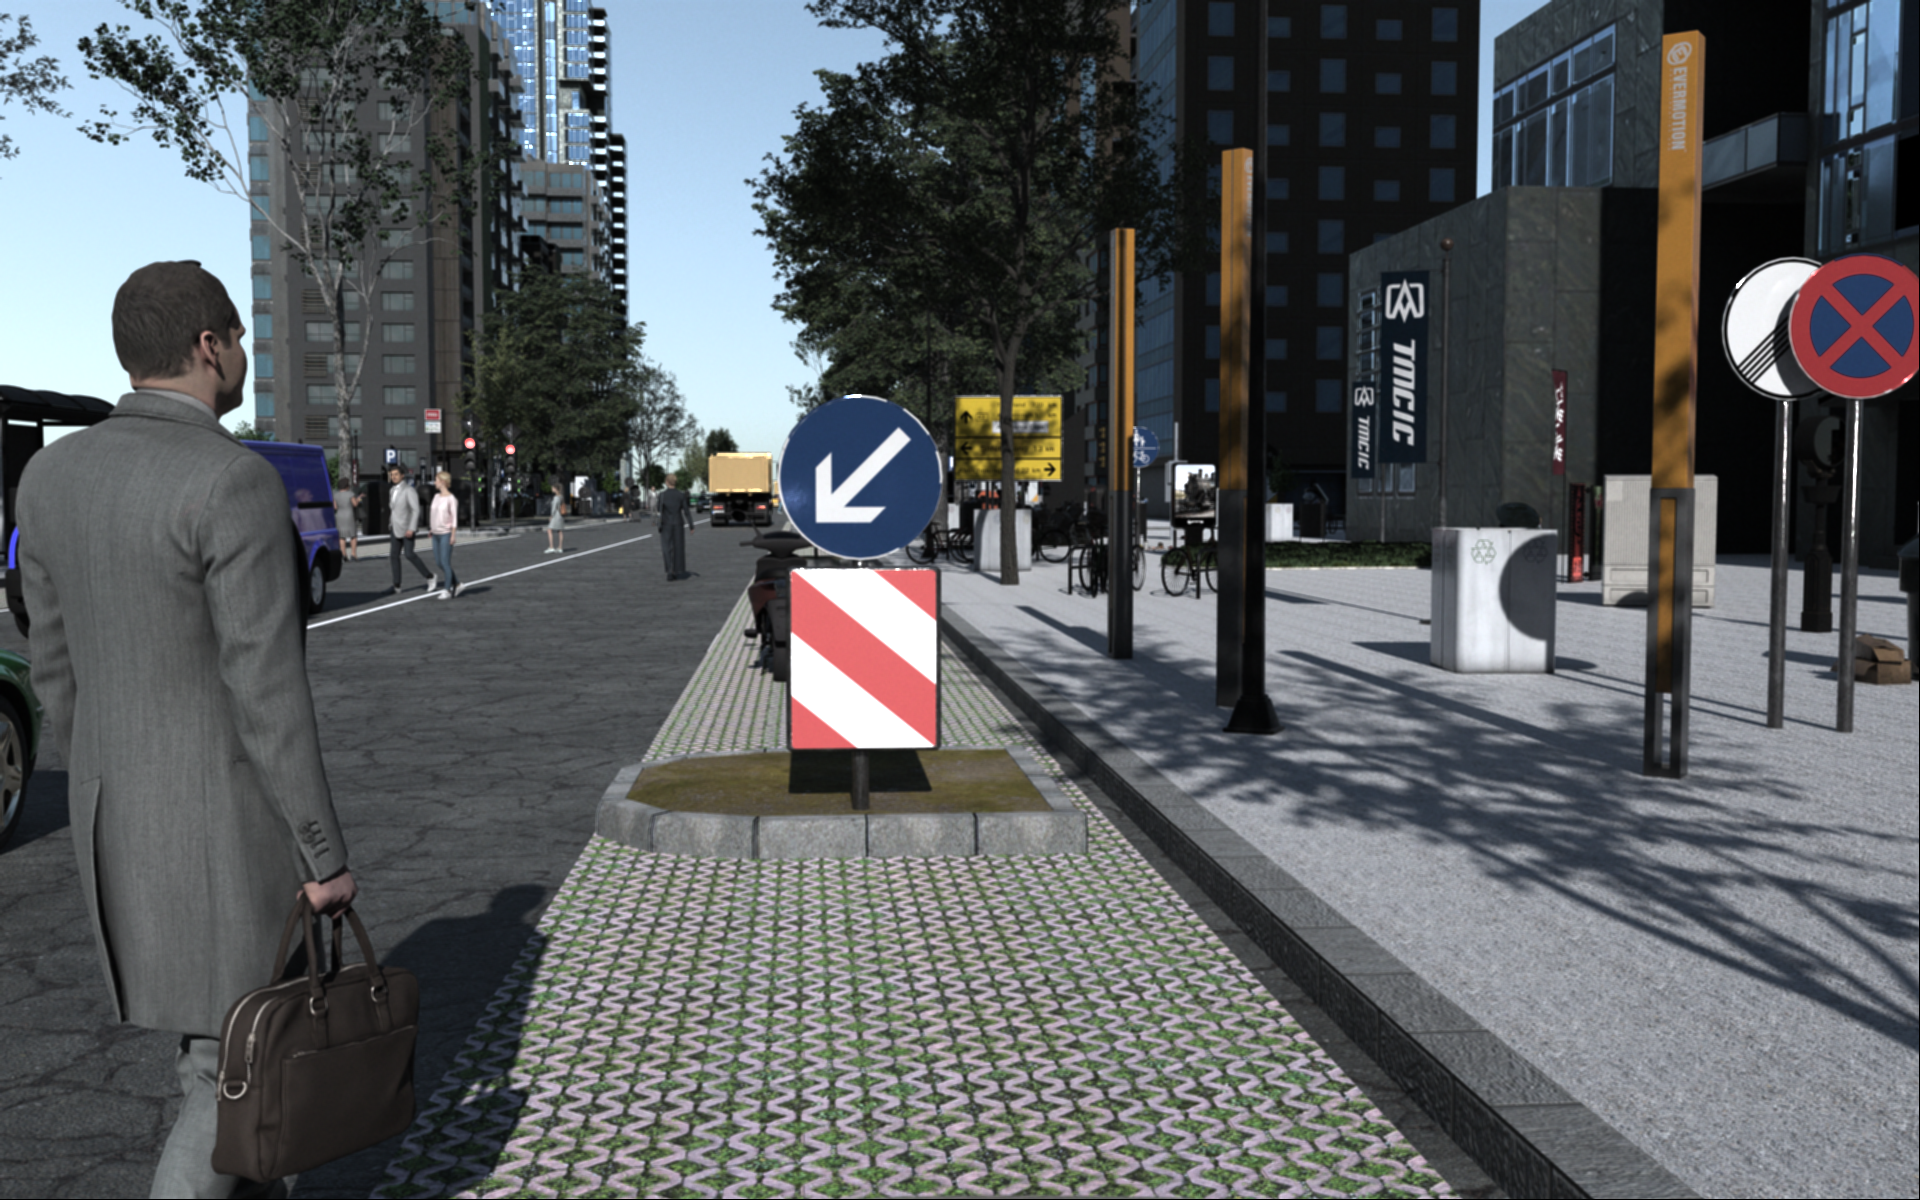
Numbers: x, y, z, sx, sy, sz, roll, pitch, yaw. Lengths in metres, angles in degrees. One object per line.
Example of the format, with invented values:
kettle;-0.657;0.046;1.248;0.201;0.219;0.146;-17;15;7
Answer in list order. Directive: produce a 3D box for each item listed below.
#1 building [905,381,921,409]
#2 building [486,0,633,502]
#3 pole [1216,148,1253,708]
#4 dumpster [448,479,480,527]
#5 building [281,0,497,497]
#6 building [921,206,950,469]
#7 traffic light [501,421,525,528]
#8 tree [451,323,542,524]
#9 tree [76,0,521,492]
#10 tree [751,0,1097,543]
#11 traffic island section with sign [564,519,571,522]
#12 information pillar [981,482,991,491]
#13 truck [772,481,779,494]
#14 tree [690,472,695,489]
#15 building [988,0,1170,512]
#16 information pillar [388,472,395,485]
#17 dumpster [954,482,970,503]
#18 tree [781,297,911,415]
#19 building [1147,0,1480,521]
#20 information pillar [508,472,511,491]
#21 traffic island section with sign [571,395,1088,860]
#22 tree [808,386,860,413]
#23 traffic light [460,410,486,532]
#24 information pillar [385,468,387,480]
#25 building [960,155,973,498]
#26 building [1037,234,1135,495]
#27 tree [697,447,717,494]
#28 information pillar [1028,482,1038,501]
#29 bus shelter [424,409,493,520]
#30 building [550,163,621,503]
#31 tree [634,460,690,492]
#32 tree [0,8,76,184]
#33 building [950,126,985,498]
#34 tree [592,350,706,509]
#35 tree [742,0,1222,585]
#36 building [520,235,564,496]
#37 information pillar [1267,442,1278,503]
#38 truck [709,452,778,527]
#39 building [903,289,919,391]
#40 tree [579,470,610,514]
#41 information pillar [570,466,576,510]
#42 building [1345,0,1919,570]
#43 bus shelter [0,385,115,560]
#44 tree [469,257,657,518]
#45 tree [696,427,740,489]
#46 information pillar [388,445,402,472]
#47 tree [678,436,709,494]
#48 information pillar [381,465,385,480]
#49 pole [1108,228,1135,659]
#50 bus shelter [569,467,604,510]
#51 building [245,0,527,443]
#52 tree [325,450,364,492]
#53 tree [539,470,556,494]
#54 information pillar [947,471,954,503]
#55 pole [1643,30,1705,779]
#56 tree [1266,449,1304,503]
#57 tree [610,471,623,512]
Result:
building;5.907;-26.312;275.248;27.650;21.520;28.899;0;4;-5
building;-64.127;-59.140;279.604;22.319;86.520;31.000;0;4;-5
pole;1.659;-1.011;10.380;0.158;3.312;0.155;0;3;0
dumpster;-19.424;-3.765;67.315;1.264;1.857;1.865;0;4;-5
building;-47.715;-28.282;146.002;14.154;41.232;14.086;0;4;-5
building;1.721;-36.758;251.108;14.600;45.320;14.200;0;4;-5
traffic light;-17.106;-4.727;66.200;0.839;4.253;0.868;0;4;-5
tree;-20.171;-7.612;74.813;4.737;8.622;4.395;0;3;0
tree;-18.691;-11.809;48.958;12.611;20.169;13.585;0;3;0
tree;-0.593;-8.498;45.593;9.857;13.997;8.962;0;3;0
traffic island section with sign;-19.145;-4.881;88.435;1.989;1.847;2.006;0;4;-5
information pillar;1.068;-4.721;68.548;0.504;3.616;0.183;3;4;39
truck;-26.780;-16.254;261.669;3.469;3.379;9.791;0;4;-7
tree;-32.406;-13.304;201.240;4.285;4.588;4.351;0;3;0
building;9.830;-30.914;155.559;14.600;45.320;14.200;0;4;-5
information pillar;-18.995;-3.279;58.106;0.304;2.012;0.304;-1;4;-18
dumpster;-0.234;-4.049;71.957;1.264;1.857;1.865;0;4;-5
tree;-9.893;-18.371;156.258;12.611;20.169;13.585;0;3;0
building;16.959;-26.808;88.415;14.200;45.320;14.600;0;4;-5
information pillar;-29.190;-7.429;112.816;0.504;3.616;0.183;1;4;13
traffic island section with sign;-0.569;0.056;7.710;1.989;1.847;2.006;0;4;-5
tree;-6.504;-9.222;101.138;4.737;8.622;4.395;0;3;0
traffic light;-16.391;-4.240;58.247;0.839;4.253;0.868;0;4;-5
information pillar;-37.370;-7.502;114.016;0.504;3.616;0.183;-1;4;-14
building;7.539;-32.654;184.002;14.600;45.320;14.200;0;4;-5
building;21.458;-17.478;130.808;27.650;21.520;28.899;0;4;-5
tree;-38.480;-19.215;264.522;4.360;8.622;3.978;0;3;0
information pillar;2.809;-4.636;67.149;0.504;3.616;0.183;-3;5;-41
bus shelter;-24.296;-6.515;84.148;2.179;5.291;8.768;0;4;-5
building;-62.211;-38.564;250.125;23.786;49.044;30.456;0;4;-5
tree;-28.610;-10.896;161.859;4.285;4.588;4.351;0;3;0
tree;-16.066;-6.697;19.869;12.009;13.543;11.850;0;3;0
building;5.745;-31.502;198.655;14.154;41.232;14.086;0;4;-5
tree;-27.057;-14.595;148.993;12.009;13.543;11.850;0;3;0
tree;0.414;-5.482;24.044;7.601;10.594;8.767;-3;4;-37
building;-51.851;-25.655;191.152;14.160;30.474;14.107;0;4;-5
information pillar;14.025;-5.295;77.920;0.504;3.616;0.183;1;4;9
truck;-9.894;-5.080;78.981;3.469;3.379;9.791;0;4;-5
building;-2.864;-37.419;295.399;14.154;41.232;14.086;0;4;-5
tree;-24.176;-7.288;113.765;1.663;3.219;1.824;0;3;0
information pillar;-27.201;-7.975;121.743;0.183;3.616;0.504;1;4;19
building;22.963;-43.870;29.954;22.319;86.520;31.000;0;4;-5
bus shelter;-17.860;-2.395;33.077;2.014;3.302;5.546;0;4;-5
tree;-21.758;-11.486;94.443;9.857;13.997;8.962;0;3;0
tree;-40.498;-22.988;292.854;9.611;12.733;9.660;0;3;0
information pillar;-26.545;-5.517;81.558;0.504;3.616;0.183;-1;4;-13
tree;-35.389;-17.336;233.809;4.737;8.622;4.395;0;3;0
information pillar;-45.650;-8.929;137.342;0.183;3.616;0.504;3;5;42
pole;1.250;-1.198;13.434;0.158;3.312;0.155;0;3;0
bus shelter;-28.908;-8.592;134.409;2.014;3.302;5.546;0;4;-5
building;-54.298;-33.510;167.493;23.786;49.044;30.456;0;4;-5
tree;-46.093;-8.874;128.811;4.285;4.588;4.351;0;3;0
tree;-33.064;-8.836;139.065;1.663;3.219;1.824;0;3;0
information pillar;-0.377;-3.160;56.161;0.304;2.012;0.304;-2;4;-27
pole;3.217;-0.854;7.799;0.158;3.312;0.155;0;3;0
tree;13.724;-4.886;74.487;1.663;3.219;1.824;0;3;0
tree;-24.579;-7.806;122.230;1.663;3.219;1.824;0;3;0
